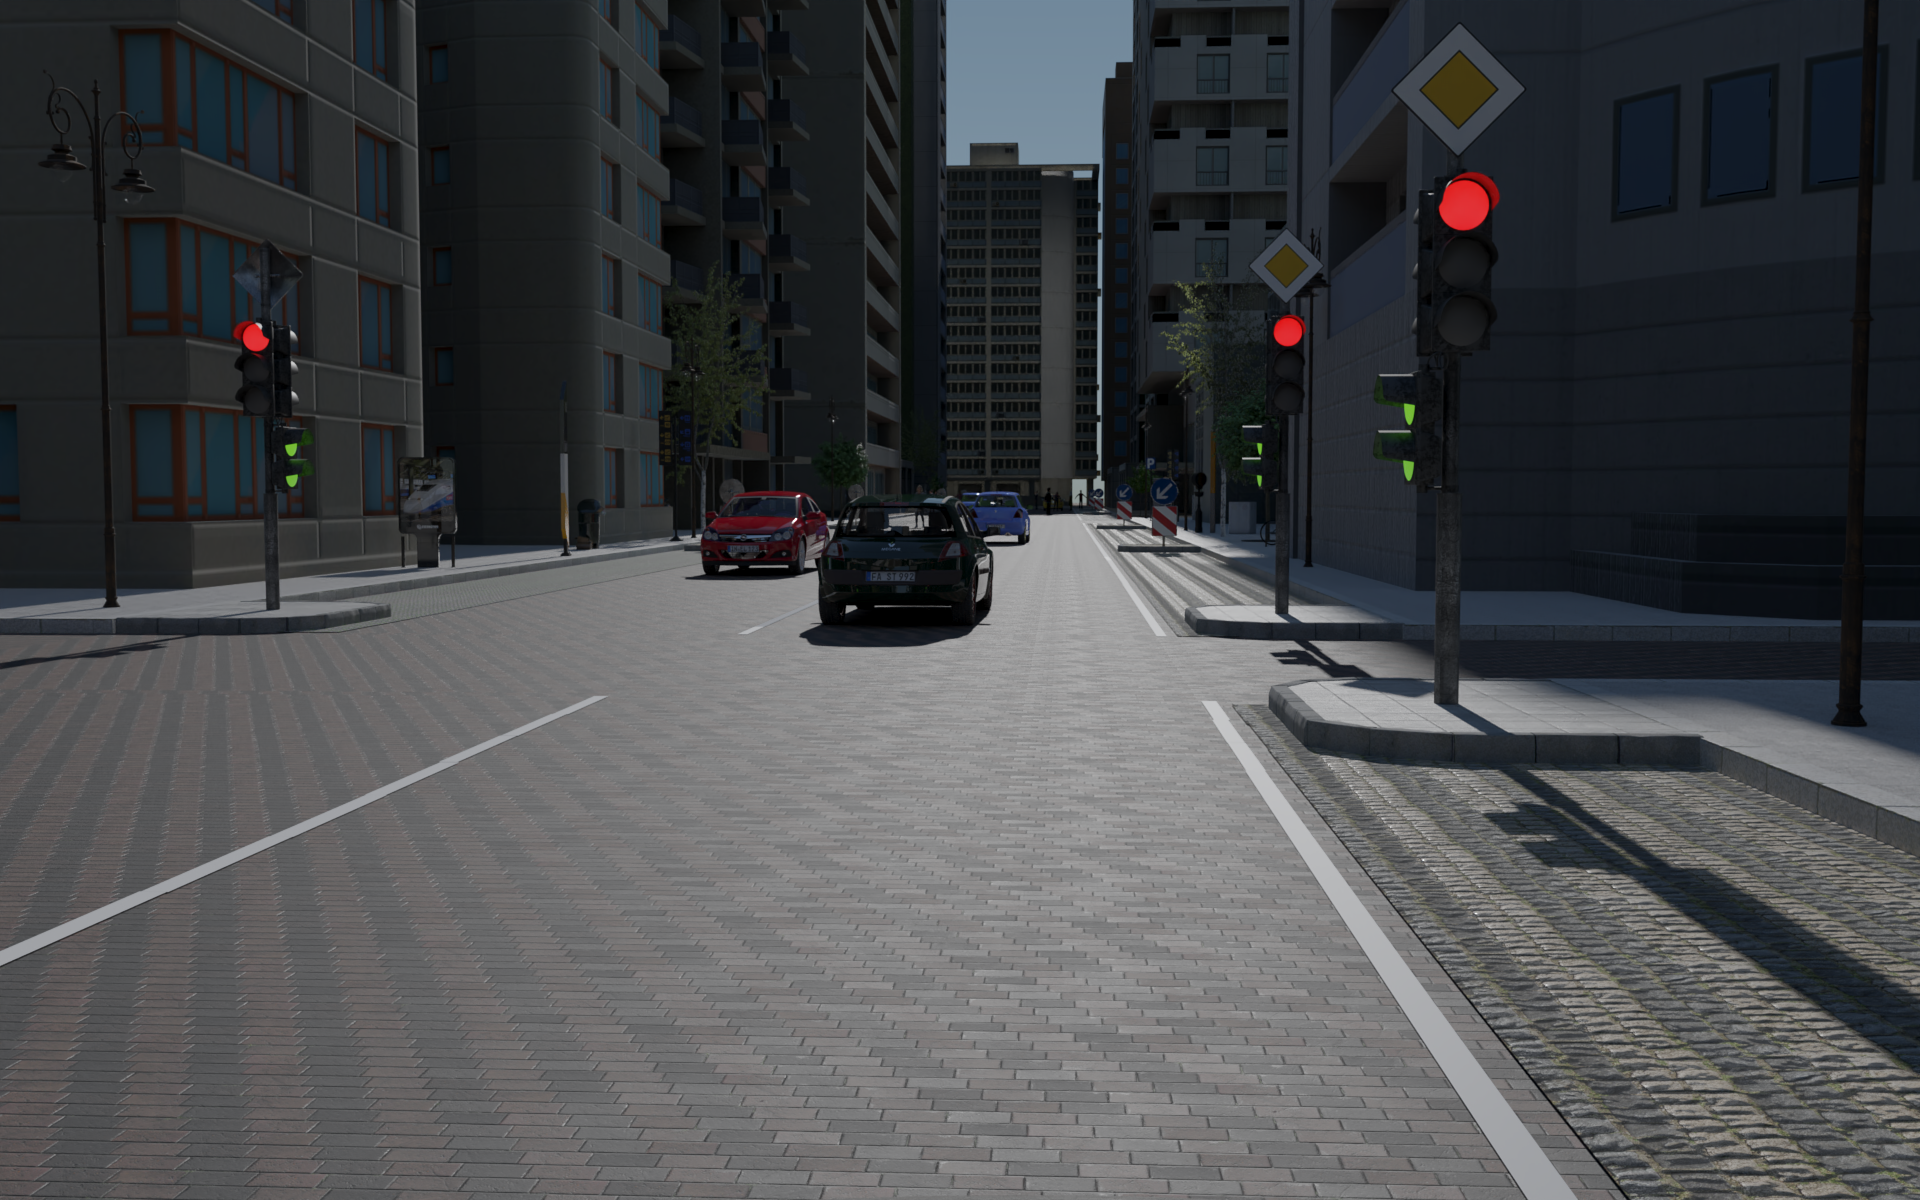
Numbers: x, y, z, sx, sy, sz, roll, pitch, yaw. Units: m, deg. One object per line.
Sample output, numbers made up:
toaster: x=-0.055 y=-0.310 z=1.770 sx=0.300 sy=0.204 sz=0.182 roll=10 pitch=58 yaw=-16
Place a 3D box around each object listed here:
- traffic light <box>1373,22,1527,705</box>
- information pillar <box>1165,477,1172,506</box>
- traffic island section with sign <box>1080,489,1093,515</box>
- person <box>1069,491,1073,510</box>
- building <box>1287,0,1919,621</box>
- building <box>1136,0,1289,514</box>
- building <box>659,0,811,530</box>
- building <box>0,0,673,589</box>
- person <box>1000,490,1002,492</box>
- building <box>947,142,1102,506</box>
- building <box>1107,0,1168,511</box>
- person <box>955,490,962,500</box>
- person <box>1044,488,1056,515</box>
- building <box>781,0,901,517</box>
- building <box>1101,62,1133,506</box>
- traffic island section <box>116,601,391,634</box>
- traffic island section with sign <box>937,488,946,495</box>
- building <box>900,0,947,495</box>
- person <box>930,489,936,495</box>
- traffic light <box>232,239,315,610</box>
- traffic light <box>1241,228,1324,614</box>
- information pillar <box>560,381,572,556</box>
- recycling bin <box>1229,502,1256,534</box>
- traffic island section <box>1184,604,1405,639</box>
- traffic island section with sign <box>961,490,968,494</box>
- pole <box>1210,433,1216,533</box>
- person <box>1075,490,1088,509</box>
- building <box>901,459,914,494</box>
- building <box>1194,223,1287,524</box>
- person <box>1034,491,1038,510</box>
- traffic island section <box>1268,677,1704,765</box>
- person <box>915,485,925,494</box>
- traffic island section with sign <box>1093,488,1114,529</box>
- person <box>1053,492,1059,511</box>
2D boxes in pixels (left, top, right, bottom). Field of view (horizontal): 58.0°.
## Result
traffic light: x=2.961 y=-1.320 z=10.498 sx=0.839 sy=4.253 sz=0.868 roll=0 pitch=4 yaw=3
information pillar: x=8.992 y=-4.297 z=74.740 sx=0.304 sy=2.012 sz=0.304 roll=1 pitch=4 yaw=10
traffic island section with sign: x=9.519 y=-6.821 z=120.156 sx=1.989 sy=1.847 sz=2.006 roll=0 pitch=4 yaw=3
person: x=9.630 y=-8.712 z=151.668 sx=0.721 sy=1.736 sz=1.217 roll=1 pitch=4 yaw=9
building: x=20.262 y=-29.527 z=24.766 sx=28.212 sy=58.520 sz=21.231 roll=0 pitch=4 yaw=3
building: x=25.582 y=-32.027 z=112.876 sx=28.713 sy=52.752 sz=27.495 roll=0 pitch=4 yaw=3
building: x=-18.495 y=-25.640 z=73.833 sx=22.147 sy=44.769 sz=28.867 roll=0 pitch=4 yaw=3
building: x=-23.304 y=-11.799 z=37.949 sx=27.650 sy=21.520 sz=28.899 roll=0 pitch=4 yaw=3
person: x=3.163 y=-7.757 z=136.041 sx=1.217 sy=1.735 sz=0.721 roll=-1 pitch=4 yaw=-12
building: x=3.745 y=-30.722 z=194.177 sx=23.993 sy=40.220 sz=32.217 roll=0 pitch=4 yaw=3
building: x=24.049 y=-43.964 z=157.063 sx=20.563 sy=71.187 sz=20.611 roll=0 pitch=4 yaw=3
person: x=0.016 y=-8.139 z=142.298 sx=1.217 sy=1.743 sz=0.721 roll=0 pitch=4 yaw=-2
person: x=6.016 y=-6.651 z=116.878 sx=0.705 sy=1.869 sz=1.348 roll=-2 pitch=4 yaw=-28
building: x=-15.211 y=-29.437 z=104.994 sx=21.300 sy=48.544 sz=21.600 roll=0 pitch=4 yaw=3
building: x=22.213 y=-32.585 z=182.882 sx=14.200 sy=45.320 sz=14.600 roll=0 pitch=4 yaw=3
traffic island section: x=-7.648 y=0.186 z=19.244 sx=2.009 sy=0.180 sz=2.903 roll=0 pitch=4 yaw=3
traffic island section with sign: x=-1.242 y=-6.903 z=121.498 sx=1.989 sy=1.847 sz=2.006 roll=0 pitch=4 yaw=3
building: x=-15.505 y=-37.784 z=159.770 sx=28.212 sy=58.520 sz=21.231 roll=0 pitch=4 yaw=3
person: x=-1.786 y=-6.203 z=110.726 sx=0.445 sy=1.727 sz=0.742 roll=1 pitch=4 yaw=19
traffic light: x=-7.608 y=-1.846 z=19.107 sx=0.839 sy=4.253 sz=0.868 roll=0 pitch=4 yaw=3
traffic light: x=3.434 y=-1.807 z=18.469 sx=0.839 sy=4.253 sz=0.868 roll=0 pitch=4 yaw=3
information pillar: x=-8.162 y=-2.714 z=35.723 sx=0.183 sy=3.616 sz=0.504 roll=0 pitch=4 yaw=-5
recycling bin: x=9.117 y=-2.650 z=55.875 sx=0.722 sy=1.027 sz=0.722 roll=2 pitch=4 yaw=27
traffic island section: x=3.474 y=0.226 z=18.581 sx=2.009 sy=0.180 sz=2.903 roll=0 pitch=4 yaw=3
traffic island section with sign: x=0.390 y=-8.582 z=148.950 sx=1.989 sy=1.847 sz=2.006 roll=0 pitch=4 yaw=3
pole: x=8.318 y=-3.857 z=56.900 sx=0.158 sy=3.312 sz=0.155 roll=0 pitch=3 yaw=0
person: x=11.599 y=-9.634 z=165.983 sx=1.348 sy=1.831 sz=0.705 roll=-1 pitch=4 yaw=-16
building: x=-14.024 y=-42.023 z=125.336 sx=20.563 sy=71.187 sz=20.611 roll=0 pitch=4 yaw=3
building: x=21.688 y=-46.086 z=66.185 sx=22.319 sy=86.520 sz=31.000 roll=0 pitch=4 yaw=3
person: x=6.928 y=-9.162 z=159.100 sx=0.445 sy=1.727 sz=0.742 roll=-3 pitch=4 yaw=-36
traffic island section: x=3.000 y=0.714 z=10.610 sx=2.009 sy=0.180 sz=2.903 roll=0 pitch=4 yaw=3
person: x=-1.649 y=-3.988 z=73.887 sx=0.709 sy=1.800 sz=0.728 roll=2 pitch=4 yaw=24
traffic island section with sign: x=6.572 y=-3.797 z=70.714 sx=1.989 sy=1.847 sz=2.006 roll=0 pitch=4 yaw=3
person: x=8.040 y=-8.245 z=144.780 sx=0.415 sy=1.643 sz=0.593 roll=3 pitch=5 yaw=45
